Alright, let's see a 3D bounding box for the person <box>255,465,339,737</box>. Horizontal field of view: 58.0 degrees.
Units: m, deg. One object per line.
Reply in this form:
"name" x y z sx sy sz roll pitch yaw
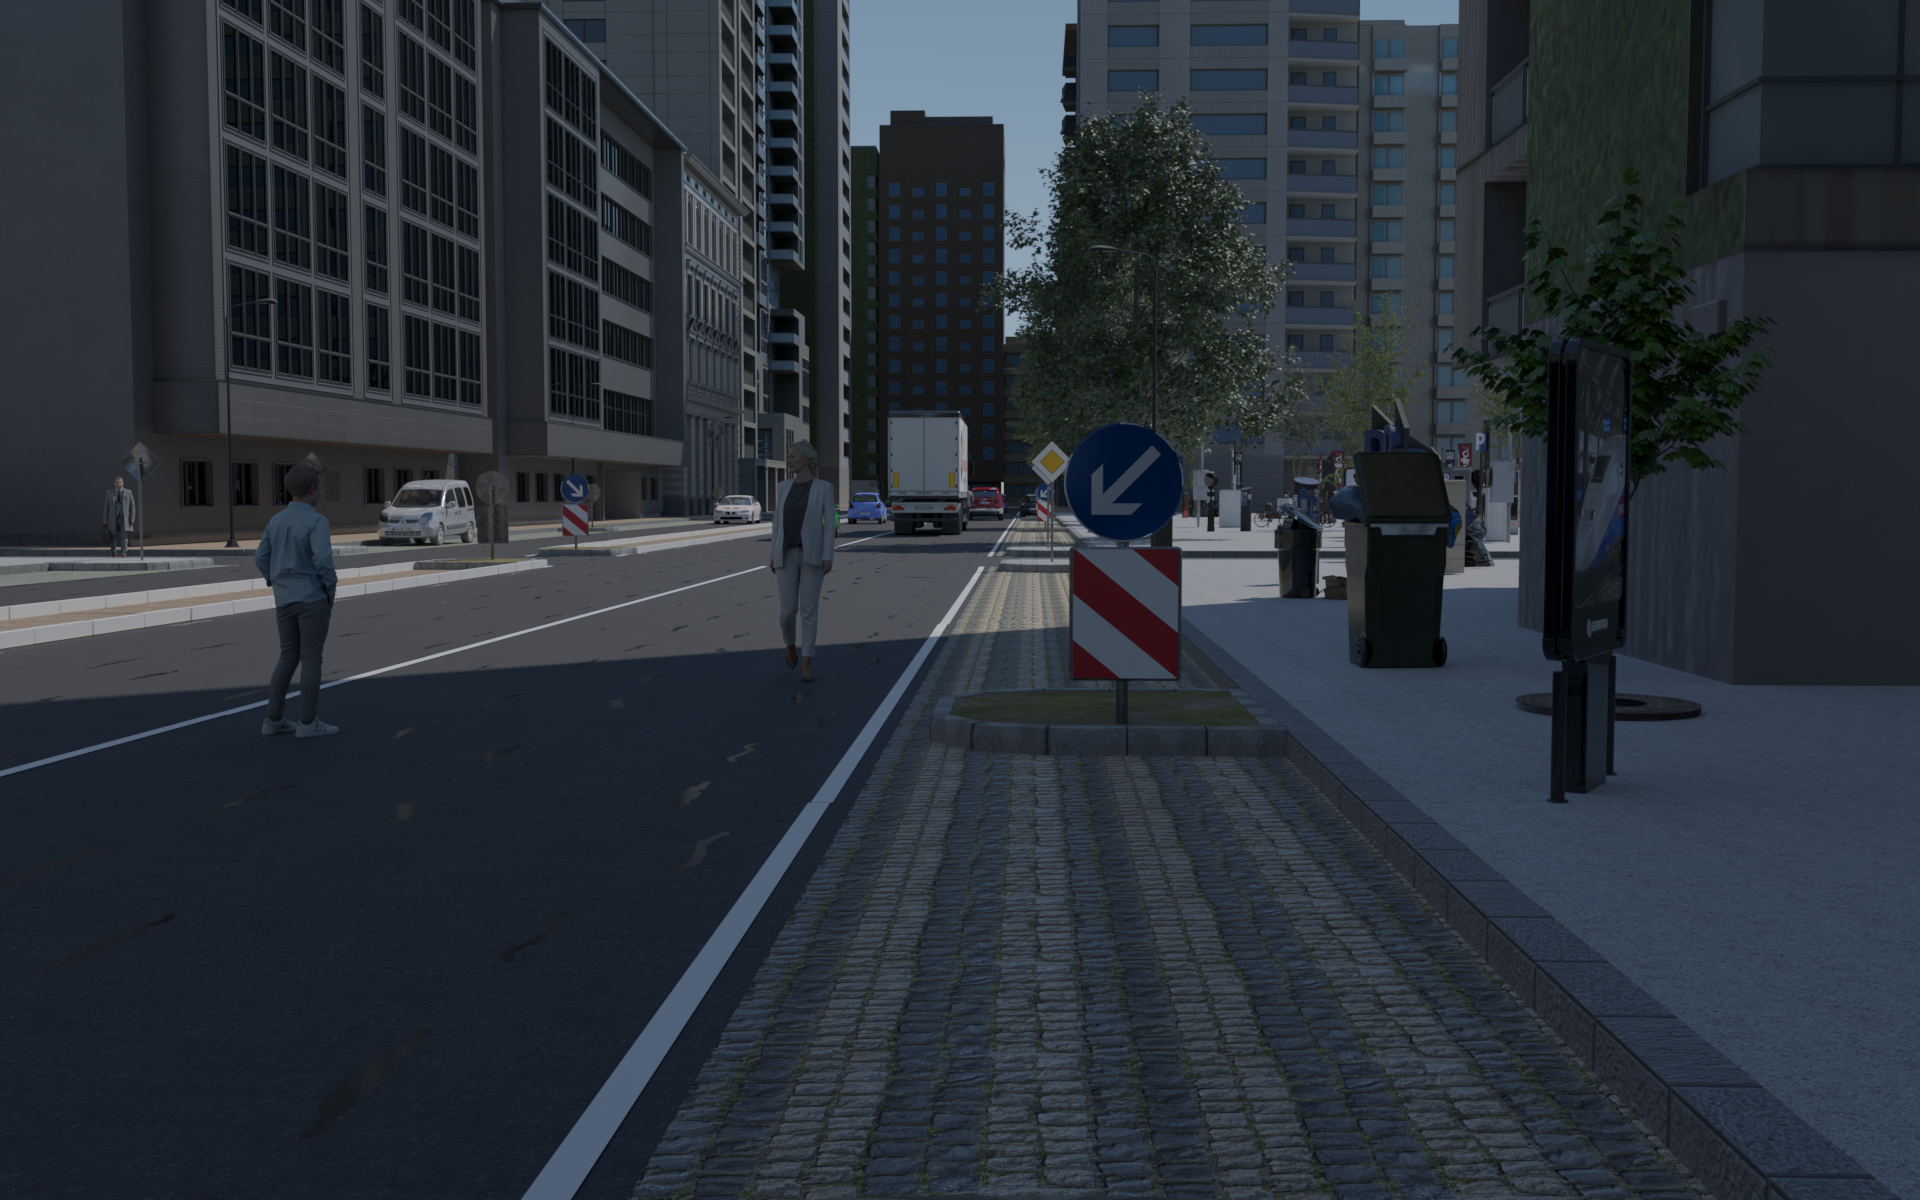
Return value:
"person" -3.888 0.003 10.259 0.589 1.601 0.330 2 4 33

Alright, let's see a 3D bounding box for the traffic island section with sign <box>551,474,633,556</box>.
"traffic island section with sign" -8.898 -1.999 40.814 2.006 1.907 1.989 0 4 2

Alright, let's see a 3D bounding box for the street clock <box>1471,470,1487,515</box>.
"street clock" 15.326 -2.857 51.276 0.471 2.002 0.358 1 4 15

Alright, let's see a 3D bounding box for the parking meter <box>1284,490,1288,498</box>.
"parking meter" 20.399 -6.103 108.202 0.372 1.533 0.369 0 3 0

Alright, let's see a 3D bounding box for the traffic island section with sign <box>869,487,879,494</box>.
"traffic island section with sign" -5.798 -6.590 115.889 2.006 1.907 1.989 0 4 2

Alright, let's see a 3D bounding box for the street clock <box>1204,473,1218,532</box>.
"street clock" 8.546 -3.325 58.941 0.358 2.002 0.471 -2 4 -35

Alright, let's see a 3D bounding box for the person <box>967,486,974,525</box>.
"person" 0.332 -4.330 79.142 0.661 1.843 0.795 -1 4 -17

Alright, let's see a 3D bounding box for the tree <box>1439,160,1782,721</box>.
"tree" 3.935 -0.947 10.086 1.663 3.219 1.824 0 3 0

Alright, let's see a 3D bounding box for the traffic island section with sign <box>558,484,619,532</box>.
"traffic island section with sign" -14.132 -3.518 66.150 1.989 1.847 2.006 0 4 2

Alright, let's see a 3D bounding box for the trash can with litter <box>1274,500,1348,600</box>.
"trash can with litter" 4.411 -0.609 21.338 1.055 1.170 0.624 2 4 29

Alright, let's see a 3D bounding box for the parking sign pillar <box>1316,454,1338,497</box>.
"parking sign pillar" 22.949 -7.322 108.192 1.447 3.967 1.447 2 4 34

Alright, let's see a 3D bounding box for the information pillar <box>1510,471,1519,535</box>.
"information pillar" 17.384 -3.053 54.412 0.304 2.012 0.304 1 4 9

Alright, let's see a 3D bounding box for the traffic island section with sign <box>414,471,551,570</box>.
"traffic island section with sign" -9.214 -1.546 33.413 2.006 1.907 1.989 0 4 2

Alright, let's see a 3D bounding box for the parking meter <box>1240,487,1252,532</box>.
"parking meter" 9.810 -3.120 59.422 0.372 1.533 0.369 0 3 0

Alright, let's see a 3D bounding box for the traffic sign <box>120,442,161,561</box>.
"traffic sign" -15.795 -1.819 33.389 0.795 2.450 0.064 0 4 2

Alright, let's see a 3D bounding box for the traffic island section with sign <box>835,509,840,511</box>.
"traffic island section with sign" -10.955 -8.227 143.133 1.989 1.847 2.006 0 4 2

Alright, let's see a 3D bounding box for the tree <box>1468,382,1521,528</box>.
"tree" 21.382 -7.075 66.040 4.737 8.622 4.395 0 3 0

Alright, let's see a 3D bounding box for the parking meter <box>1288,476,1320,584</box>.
"parking meter" 4.965 -1.003 24.814 0.372 1.533 0.369 0 3 0

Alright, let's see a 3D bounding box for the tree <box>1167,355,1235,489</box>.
"tree" 11.602 -8.285 85.819 4.737 8.622 4.395 0 3 0

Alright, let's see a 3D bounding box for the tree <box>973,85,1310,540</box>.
"tree" 5.091 -8.083 49.172 9.611 12.733 9.660 0 3 0

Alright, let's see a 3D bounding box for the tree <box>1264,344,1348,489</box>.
"tree" 16.466 -8.184 84.173 4.360 8.622 3.978 0 3 0

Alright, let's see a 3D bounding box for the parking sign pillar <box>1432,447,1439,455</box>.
"parking sign pillar" 19.507 -5.217 73.774 1.447 3.967 1.447 1 4 14

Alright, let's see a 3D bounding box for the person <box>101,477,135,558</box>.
"person" -18.610 -1.815 38.275 0.694 1.812 0.767 -2 4 -24

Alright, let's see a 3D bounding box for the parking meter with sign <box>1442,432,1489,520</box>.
"parking meter with sign" 13.798 -3.177 48.206 1.738 3.016 0.543 -1 4 -19

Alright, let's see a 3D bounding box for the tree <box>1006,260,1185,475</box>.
"tree" 5.973 -9.489 73.273 7.486 12.596 7.792 0 3 0

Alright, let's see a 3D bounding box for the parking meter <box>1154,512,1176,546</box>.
"parking meter" 2.917 -1.171 24.853 0.255 1.863 0.399 0 4 4

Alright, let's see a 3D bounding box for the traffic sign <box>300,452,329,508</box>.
"traffic sign" -15.465 -2.307 41.368 0.795 2.450 0.064 0 4 2

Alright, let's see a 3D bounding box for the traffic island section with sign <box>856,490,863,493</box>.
"traffic island section with sign" -9.828 -9.874 170.064 1.989 1.847 2.006 0 4 2

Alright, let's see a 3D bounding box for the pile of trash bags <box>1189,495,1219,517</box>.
"pile of trash bags" 13.609 -5.343 97.103 1.912 1.369 3.447 -1 4 -10

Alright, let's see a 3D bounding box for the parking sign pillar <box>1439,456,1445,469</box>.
"parking sign pillar" 26.942 -6.714 98.244 1.447 3.967 1.447 -1 4 -17

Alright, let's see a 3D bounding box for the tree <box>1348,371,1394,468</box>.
"tree" 23.076 -9.241 101.451 4.360 8.622 3.978 0 3 0

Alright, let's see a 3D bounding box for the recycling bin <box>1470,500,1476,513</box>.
"recycling bin" 21.776 -3.739 73.684 0.722 1.027 0.722 0 4 7

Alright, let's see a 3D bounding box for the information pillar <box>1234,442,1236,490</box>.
"information pillar" 11.779 -5.072 74.282 0.183 3.616 0.504 1 4 10

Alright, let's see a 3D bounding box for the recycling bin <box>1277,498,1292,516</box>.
"recycling bin" 19.261 -5.514 102.706 0.722 1.027 0.722 2 4 28

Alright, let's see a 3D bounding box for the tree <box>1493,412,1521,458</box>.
"tree" 32.980 -9.205 100.858 4.360 8.622 3.978 0 3 0

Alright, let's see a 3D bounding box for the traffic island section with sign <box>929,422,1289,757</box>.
"traffic island section with sign" 0.832 -0.106 10.354 1.989 1.847 2.006 0 4 2

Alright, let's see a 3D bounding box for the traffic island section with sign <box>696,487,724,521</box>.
"traffic island section with sign" -13.014 -5.165 93.082 1.989 1.847 2.006 0 4 2

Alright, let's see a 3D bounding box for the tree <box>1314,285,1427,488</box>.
"tree" 14.687 -6.828 61.995 4.737 8.622 4.395 0 3 0

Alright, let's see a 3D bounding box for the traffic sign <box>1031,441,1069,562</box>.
"traffic sign" 1.733 -1.774 32.646 0.795 2.450 0.064 0 4 2

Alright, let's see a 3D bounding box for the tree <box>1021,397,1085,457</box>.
"tree" 7.388 -10.819 111.295 7.601 10.594 8.767 0 4 0

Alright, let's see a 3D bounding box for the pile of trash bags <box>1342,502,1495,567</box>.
"pile of trash bags" 8.162 -1.340 31.669 1.912 1.369 3.447 -1 4 -21

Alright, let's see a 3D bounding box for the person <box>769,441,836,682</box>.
"person" -1.231 -0.314 13.517 0.514 1.842 0.818 0 4 -5

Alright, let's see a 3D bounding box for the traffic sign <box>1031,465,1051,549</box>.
"traffic sign" 2.064 -2.262 40.624 0.795 2.450 0.064 0 4 2

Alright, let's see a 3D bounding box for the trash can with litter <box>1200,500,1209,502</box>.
"trash can with litter" 14.291 -5.557 102.242 0.624 1.170 1.055 2 4 24

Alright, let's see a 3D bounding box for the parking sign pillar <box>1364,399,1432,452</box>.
"parking sign pillar" 12.164 -3.658 48.284 1.447 3.967 1.447 0 4 2

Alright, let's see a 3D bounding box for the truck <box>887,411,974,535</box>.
"truck" -1.022 -4.599 64.105 2.839 4.237 11.283 0 4 2
